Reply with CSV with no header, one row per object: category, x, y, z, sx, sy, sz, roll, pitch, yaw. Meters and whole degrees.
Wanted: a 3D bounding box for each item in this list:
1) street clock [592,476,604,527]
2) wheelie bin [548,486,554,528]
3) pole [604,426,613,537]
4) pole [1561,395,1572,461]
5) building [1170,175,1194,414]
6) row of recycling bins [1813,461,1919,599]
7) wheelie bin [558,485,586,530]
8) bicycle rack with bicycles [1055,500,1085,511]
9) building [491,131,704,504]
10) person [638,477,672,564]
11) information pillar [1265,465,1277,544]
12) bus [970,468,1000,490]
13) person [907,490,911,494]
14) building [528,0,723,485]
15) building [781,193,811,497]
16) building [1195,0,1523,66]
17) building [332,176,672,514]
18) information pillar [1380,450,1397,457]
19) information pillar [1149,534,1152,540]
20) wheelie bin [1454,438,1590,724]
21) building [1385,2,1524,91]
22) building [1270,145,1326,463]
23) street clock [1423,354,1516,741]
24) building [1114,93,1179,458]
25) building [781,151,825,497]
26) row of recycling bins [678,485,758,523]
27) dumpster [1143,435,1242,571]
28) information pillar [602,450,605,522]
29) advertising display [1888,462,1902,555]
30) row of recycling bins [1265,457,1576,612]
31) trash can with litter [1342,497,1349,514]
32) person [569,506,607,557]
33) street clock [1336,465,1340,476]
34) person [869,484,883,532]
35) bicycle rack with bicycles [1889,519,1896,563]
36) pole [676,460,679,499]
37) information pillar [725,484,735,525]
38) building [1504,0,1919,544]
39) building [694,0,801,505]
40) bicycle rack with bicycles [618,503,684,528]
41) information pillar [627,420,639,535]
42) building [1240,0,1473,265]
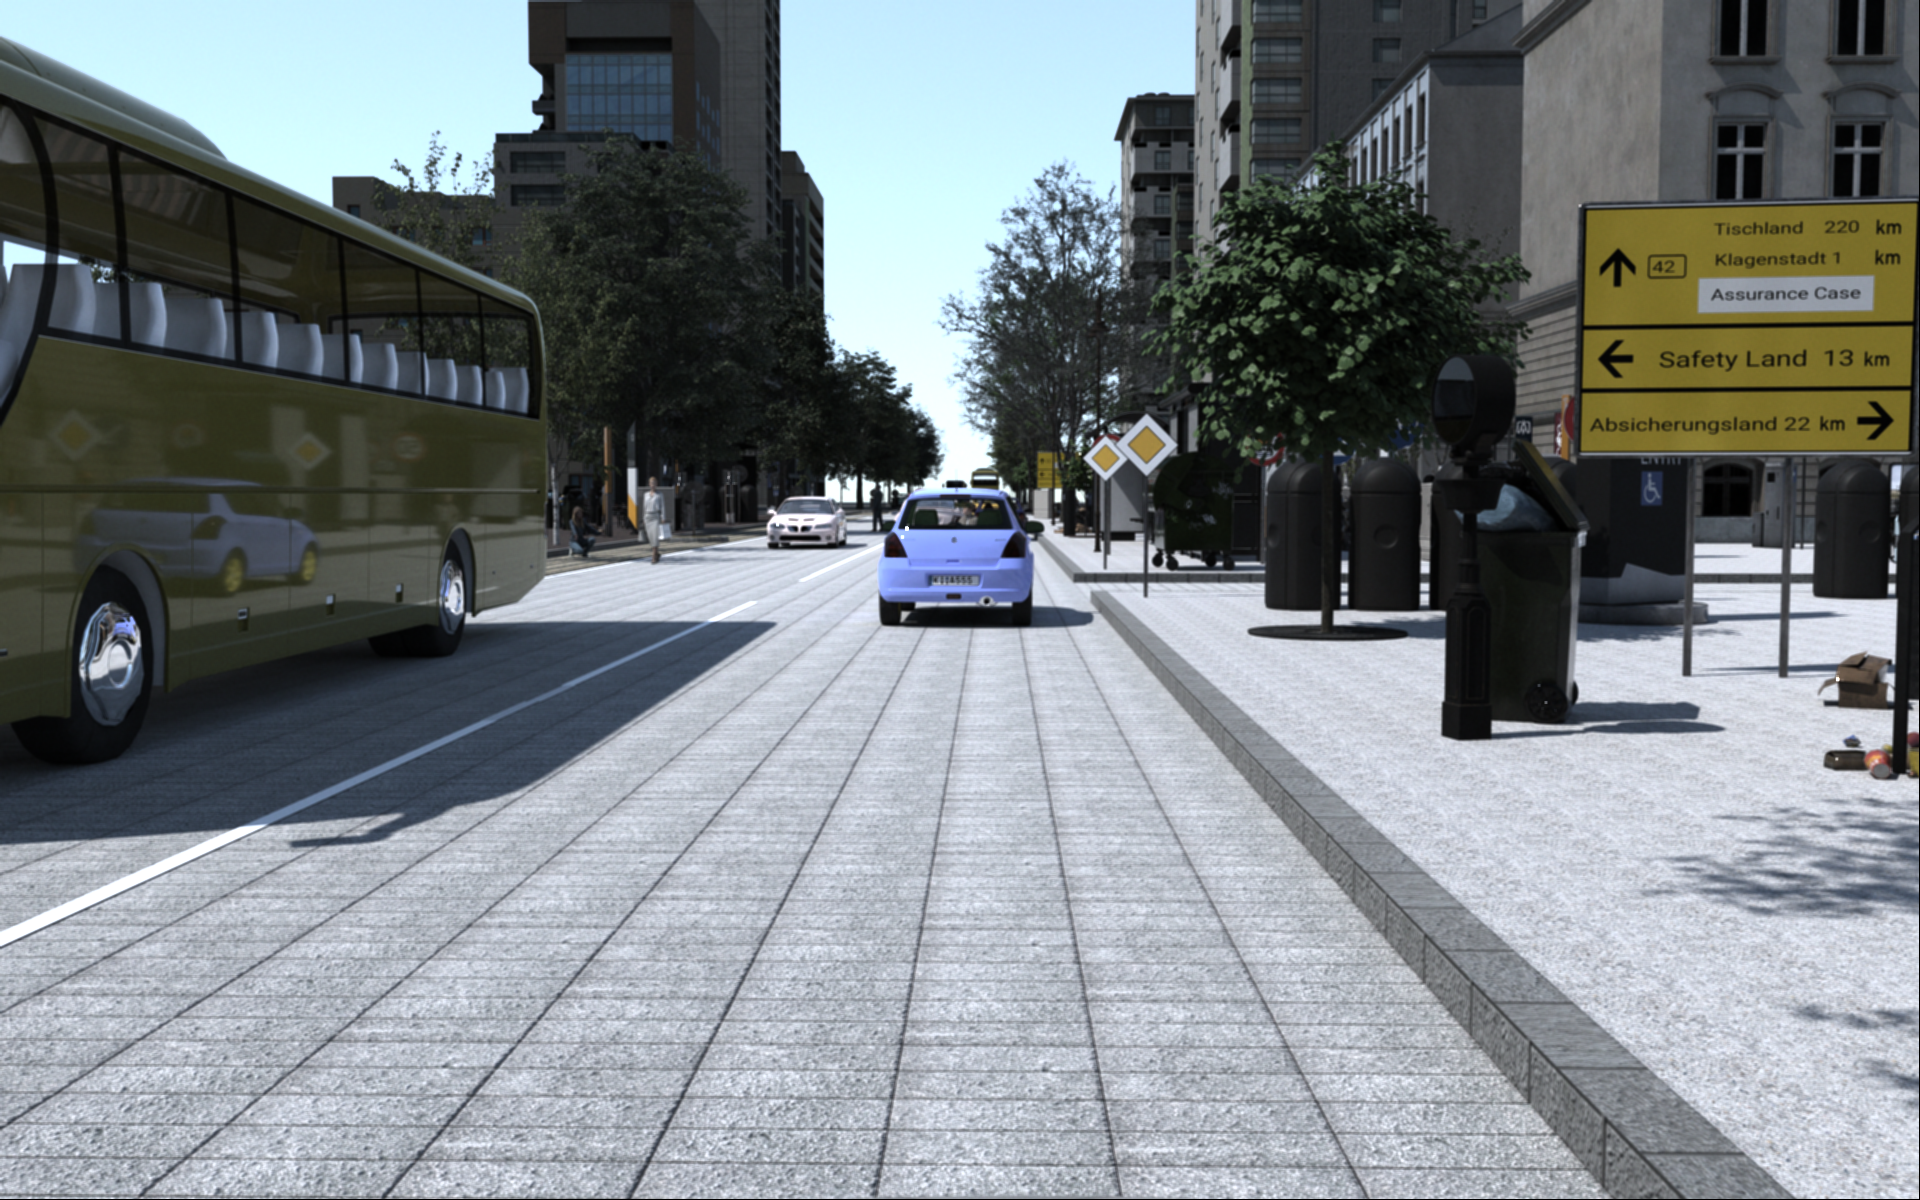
street clock,-14.286,-3.911,68.509,0.471,2.002,0.358,-3,4,-39
wheelie bin,-15.219,-3.482,64.833,0.693,1.594,0.980,-1,4,-23
pole,-10.495,-3.538,51.682,0.158,3.312,0.155,0,3,0
pole,12.487,-2.562,35.739,0.158,3.312,0.155,0,3,0
building,26.179,-23.694,159.104,14.160,30.474,14.107,0,4,1
row of recycling bins,12.317,-0.846,20.949,3.534,1.692,1.069,1,4,20
wheelie bin,-13.830,-3.310,62.021,0.980,1.594,0.693,-3,5,-41
bicycle rack with bicycles,6.795,-5.523,103.687,2.925,0.926,2.852,1,4,15
building,-29.183,-22.623,141.592,14.160,30.474,14.107,0,4,1
person,-6.254,-1.638,35.630,0.694,1.780,0.624,2,4,31
information pillar,7.464,-3.064,41.449,0.504,3.616,0.183,2,4,26
bus,2.367,-10.553,164.087,2.896,3.916,12.252,0,4,1
person,-5.126,-10.209,175.423,1.348,1.823,0.705,0,4,0
building,-29.419,-30.937,155.922,14.600,45.320,14.200,0,4,1
building,-27.641,-33.427,230.123,14.154,41.232,14.086,0,4,1
building,33.475,-33.533,137.506,28.713,52.752,27.495,0,4,1
building,-36.487,-16.814,119.951,27.650,21.520,28.899,0,4,1
information pillar,5.506,-1.888,22.229,0.183,3.616,0.504,0,4,-2
information pillar,5.480,-2.677,48.254,0.304,2.012,0.304,-3,5,-45
wheelie bin,3.212,-0.124,9.929,0.693,1.594,0.980,2,4,25
building,23.132,-13.932,76.946,9.793,20.994,18.267,0,4,1
building,22.922,-15.048,95.187,9.793,20.994,18.267,0,4,1
street clock,2.665,-0.274,9.056,0.358,2.002,0.471,-1,4,-13
building,35.153,-38.893,225.141,28.713,52.752,27.495,0,4,1
building,-31.066,-38.170,247.785,21.300,48.544,21.600,0,4,1
row of recycling bins,-10.791,-4.292,77.279,3.534,1.692,1.069,-1,4,-13
dumpster,3.963,-1.657,29.589,1.502,2.255,1.985,0,4,1
information pillar,-16.276,-5.370,79.152,0.183,3.616,0.504,-1,4,-15
advertising display,19.383,-1.833,35.178,0.974,1.923,0.123,1,4,21
row of recycling bins,5.200,-0.743,19.260,3.534,1.692,1.069,0,4,3
trash can with litter,10.679,-2.330,49.159,1.678,1.210,2.233,-2,4,-30
person,-8.468,-1.540,39.172,0.738,1.151,1.012,3,5,44
street clock,7.400,-1.856,34.908,0.471,2.002,0.358,1,4,21
person,-3.196,-3.495,65.816,0.590,1.801,0.661,1,4,18
bicycle rack with bicycles,18.293,-1.208,33.134,2.852,0.926,2.925,0,4,-2
pole,-16.774,-6.675,102.972,0.158,3.312,0.155,0,3,0
information pillar,-9.701,-4.193,73.051,0.304,2.012,0.304,1,4,12
building,34.862,-14.059,48.955,34.723,24.649,14.460,0,4,1
building,-30.384,-47.321,211.946,20.563,71.187,20.611,0,4,1
bicycle rack with bicycles,-12.032,-3.238,66.331,2.852,0.926,2.925,2,4,29
information pillar,-10.386,-3.893,55.005,0.183,3.616,0.504,-3,5,-43
building,25.779,-26.524,117.262,14.154,41.232,14.086,0,4,1
